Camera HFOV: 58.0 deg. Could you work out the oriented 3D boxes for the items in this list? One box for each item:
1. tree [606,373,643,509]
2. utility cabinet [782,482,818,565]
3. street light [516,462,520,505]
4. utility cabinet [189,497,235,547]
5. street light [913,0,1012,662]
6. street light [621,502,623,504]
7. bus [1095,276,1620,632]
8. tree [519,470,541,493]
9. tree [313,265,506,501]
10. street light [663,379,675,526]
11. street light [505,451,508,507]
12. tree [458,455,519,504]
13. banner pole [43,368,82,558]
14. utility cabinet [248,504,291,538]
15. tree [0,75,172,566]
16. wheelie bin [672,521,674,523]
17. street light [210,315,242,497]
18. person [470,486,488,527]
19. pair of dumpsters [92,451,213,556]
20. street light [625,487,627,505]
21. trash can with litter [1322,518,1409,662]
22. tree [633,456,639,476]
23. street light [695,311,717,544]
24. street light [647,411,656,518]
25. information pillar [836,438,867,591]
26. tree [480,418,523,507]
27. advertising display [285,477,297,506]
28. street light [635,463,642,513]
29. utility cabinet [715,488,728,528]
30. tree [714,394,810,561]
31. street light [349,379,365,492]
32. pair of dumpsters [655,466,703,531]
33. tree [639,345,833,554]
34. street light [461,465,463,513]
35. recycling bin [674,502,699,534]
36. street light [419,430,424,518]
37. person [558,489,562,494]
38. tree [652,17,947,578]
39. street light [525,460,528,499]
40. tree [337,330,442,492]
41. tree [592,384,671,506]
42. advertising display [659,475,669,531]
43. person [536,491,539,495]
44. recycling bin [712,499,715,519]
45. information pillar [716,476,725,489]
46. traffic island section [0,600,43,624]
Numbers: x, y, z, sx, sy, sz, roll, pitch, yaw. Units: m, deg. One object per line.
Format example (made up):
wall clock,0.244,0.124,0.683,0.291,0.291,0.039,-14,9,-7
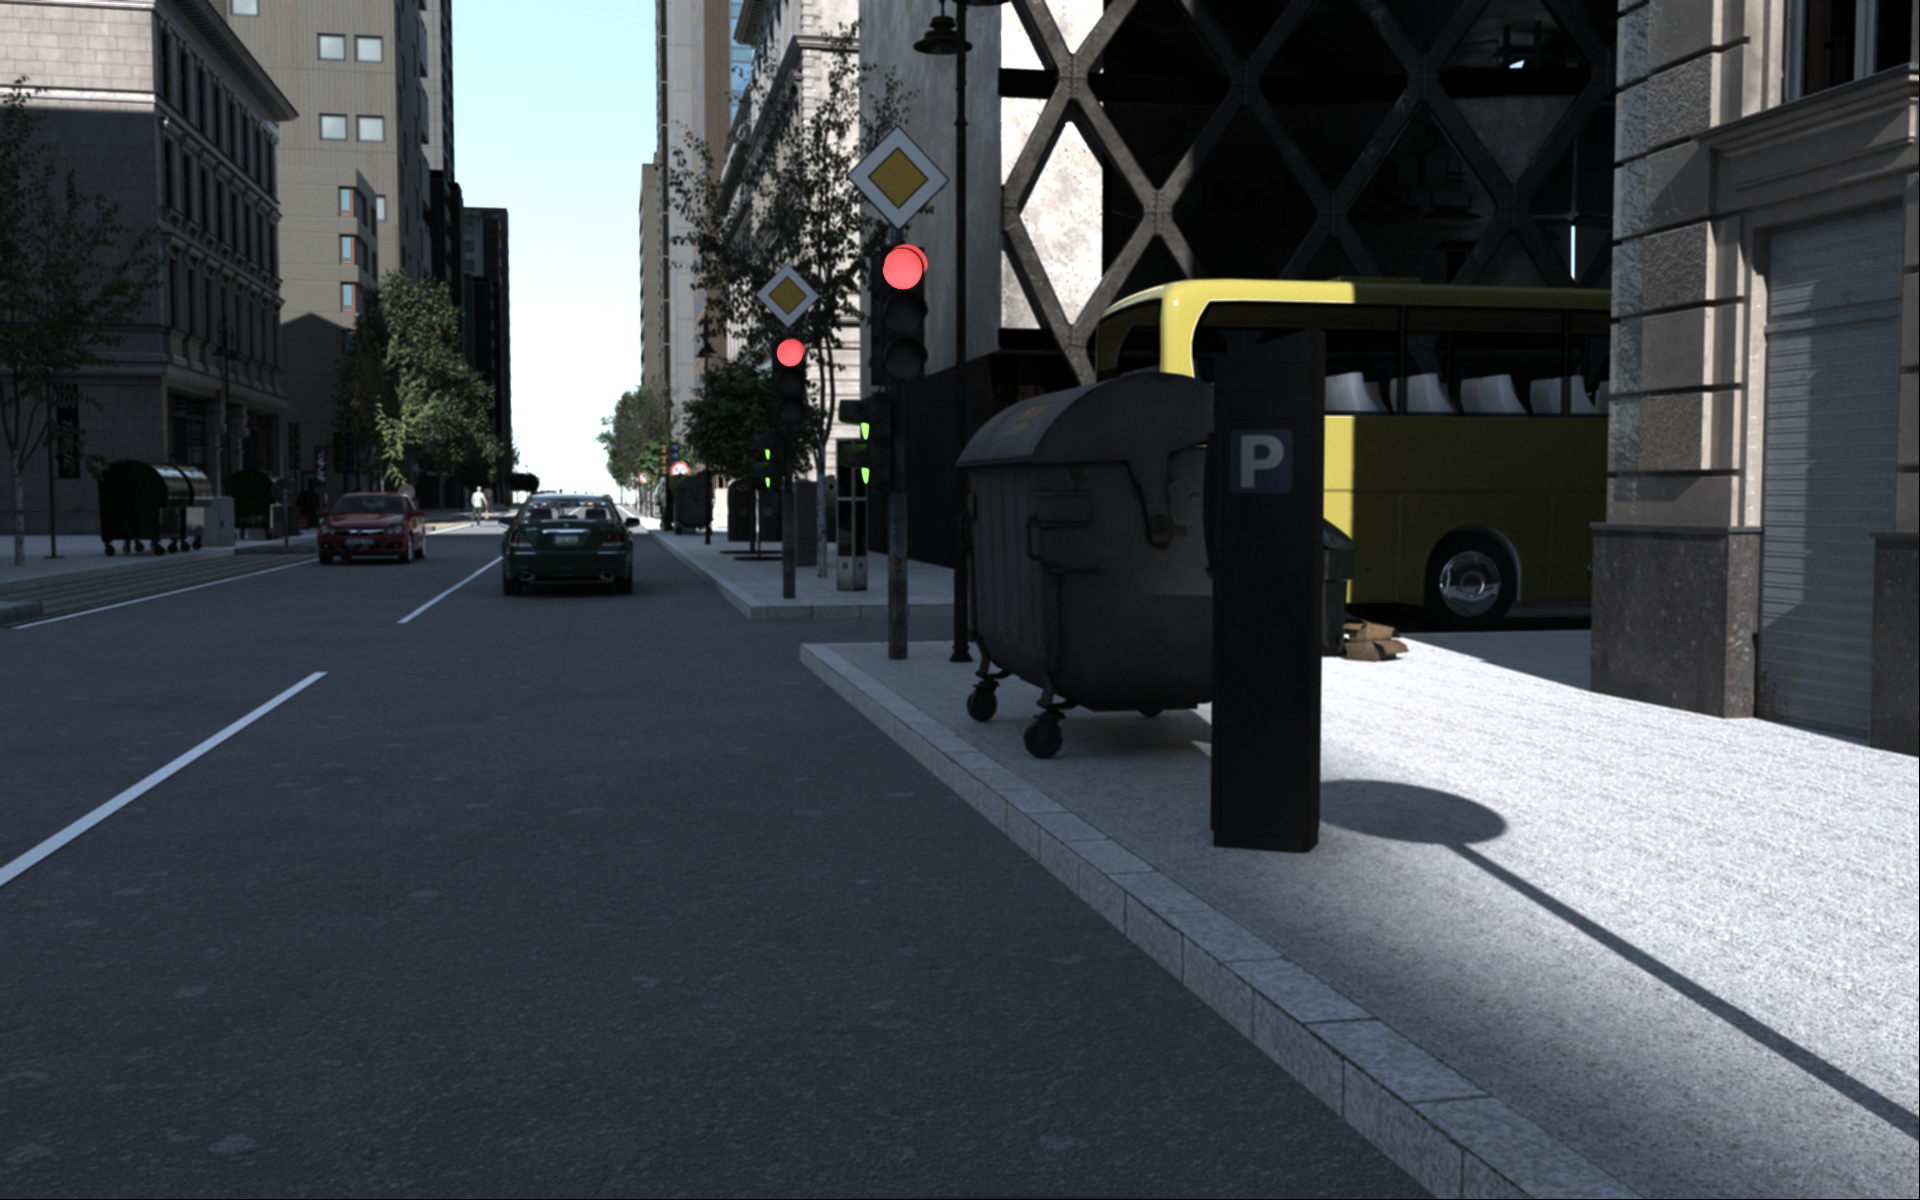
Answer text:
tree,-18.386,-9.286,102.187,4.360,8.622,3.978,0,3,0
utility cabinet,-2.820,-1.377,31.192,0.318,1.500,1.173,1,4,21
street light,-51.391,-13.985,201.442,0.468,5.910,1.993,-1,4,-12
utility cabinet,-18.203,-1.895,42.147,0.306,1.237,1.020,3,5,41
street light,0.008,-2.466,13.107,0.468,5.910,1.993,-1,4,-12
street light,-38.548,-13.881,199.735,0.468,5.910,1.993,-1,4,-12
bus,7.705,-1.691,19.197,12.252,3.916,2.896,-1,4,-12
tree,-56.176,-14.382,218.862,4.285,4.588,4.351,0,3,0
tree,-27.700,-10.401,87.064,9.611,12.733,9.660,0,3,0
street light,-11.657,-5.916,69.522,0.468,5.910,1.993,-1,4,-12
street light,-46.230,-12.450,176.340,0.468,5.910,1.993,-1,4,-12
tree,-38.280,-9.394,137.312,4.285,4.588,4.351,0,3,0
banner pole,-17.939,-2.725,34.579,0.863,3.779,0.401,0,4,8
utility cabinet,-20.044,-2.542,50.245,1.173,1.500,0.318,0,4,8
tree,-16.605,-4.912,30.668,4.737,8.622,4.395,0,3,0
wheelie bin,-12.734,-4.273,77.764,0.693,1.594,0.980,1,4,21
street light,-18.942,-4.406,44.829,0.468,5.910,1.993,-1,4,-12
person,-20.951,-4.074,75.591,0.782,1.767,0.515,0,4,5
pair of dumpsters,-17.551,-2.155,37.730,1.574,2.255,4.437,-1,4,-12
street light,-32.226,-12.011,169.166,0.468,5.910,1.993,-1,4,-12
trash can with litter,3.037,-0.139,13.652,1.055,1.170,0.624,3,5,45
tree,-15.236,-6.502,90.027,4.285,4.588,4.351,0,3,0
street light,-6.427,-4.353,43.960,0.468,5.910,1.993,-1,4,-12
street light,-16.836,-7.446,94.538,0.468,5.910,1.993,-1,4,-12
information pillar,-1.435,-1.130,22.965,0.304,2.012,0.304,2,4,34
tree,-44.789,-13.300,167.819,4.360,8.622,3.978,0,3,0
advertising display,-25.712,-3.754,66.589,0.123,1.923,0.974,0,4,1
street light,-22.027,-8.964,119.350,0.468,5.910,1.993,-1,4,-12
utility cabinet,-8.536,-3.422,64.621,1.173,1.500,0.318,1,4,13
tree,-4.035,-2.395,33.757,1.663,3.219,1.824,0,3,0
street light,-24.215,-5.924,69.650,0.468,5.910,1.993,-1,4,-12
pair of dumpsters,-10.185,-3.689,62.815,1.574,2.255,4.437,-1,4,-12
tree,-4.483,-3.291,37.514,4.285,4.588,4.351,0,3,0
street light,-34.298,-8.948,119.081,0.468,5.910,1.993,-1,4,-12
recycling bin,-8.950,-2.694,56.599,0.722,1.027,0.722,0,4,-1
street light,-29.224,-7.414,94.014,0.468,5.910,1.993,-1,4,-12
person,-27.848,-6.875,120.922,1.348,1.822,0.705,0,4,-1
tree,-2.365,-4.650,26.390,4.360,8.622,3.978,0,3,0
street light,-56.874,-15.563,227.242,0.468,5.910,1.993,-1,4,-12
tree,-26.016,-7.838,78.513,4.737,8.622,4.395,0,3,0
tree,-33.564,-16.149,181.042,9.611,12.733,9.660,0,3,0
advertising display,-10.234,-3.347,59.945,0.123,1.923,0.974,-1,4,-22
person,-29.750,-6.863,122.185,0.415,1.643,0.593,0,4,-3
recycling bin,-12.672,-4.599,87.753,0.722,1.027,0.722,-3,5,-40
information pillar,-9.751,-4.038,70.516,0.304,2.012,0.304,-1,4,-16
traffic island section,-11.621,0.179,19.355,2.009,0.180,2.903,-1,4,-12
